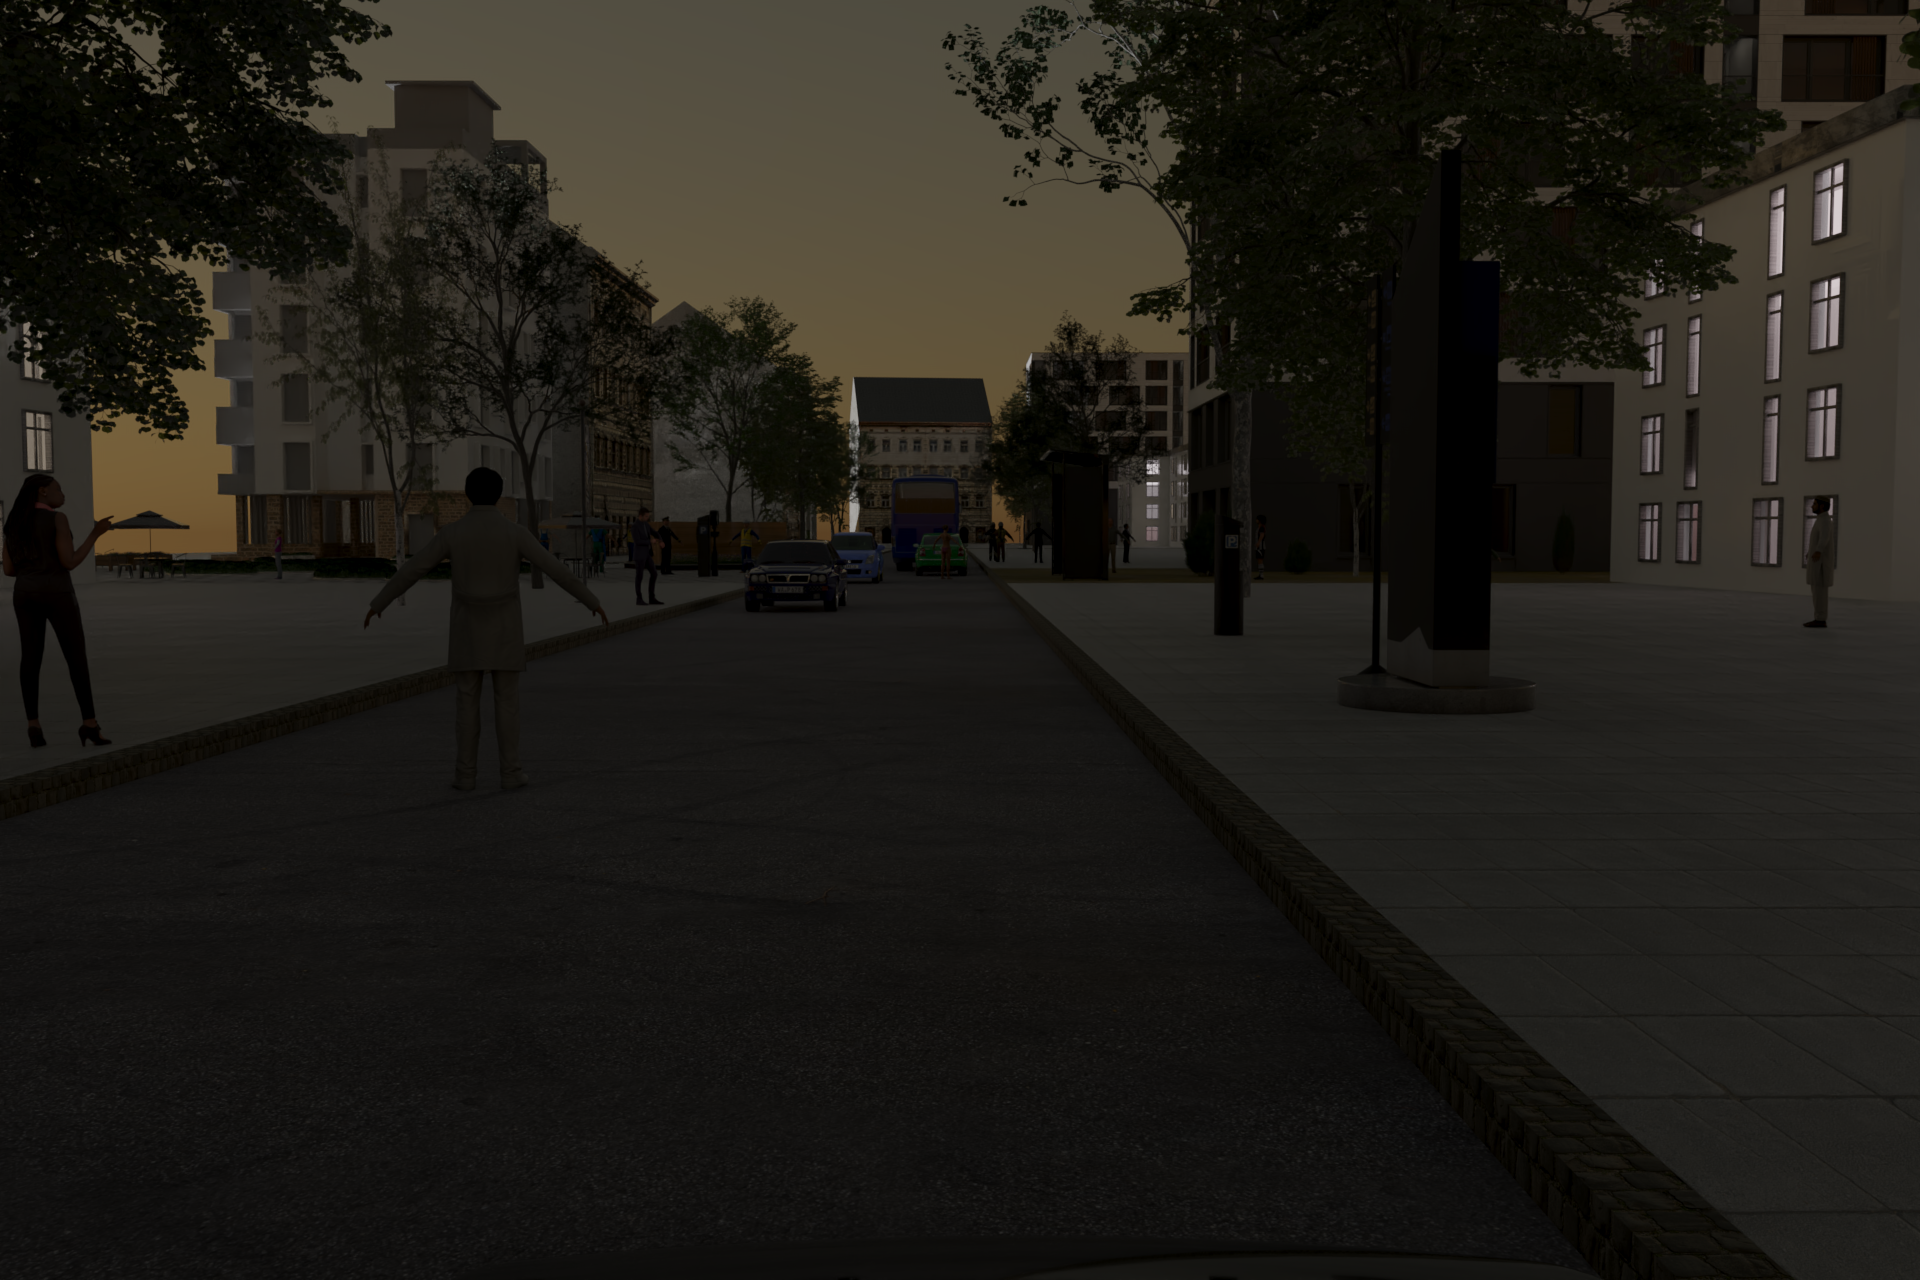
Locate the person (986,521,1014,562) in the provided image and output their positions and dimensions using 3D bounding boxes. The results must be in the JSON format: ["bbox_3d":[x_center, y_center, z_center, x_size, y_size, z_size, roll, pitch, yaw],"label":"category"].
[{"bbox_3d":[1.855,-4.484,79.078,1.354,1.858,0.705,-1,4,-18],"label":"person"}]

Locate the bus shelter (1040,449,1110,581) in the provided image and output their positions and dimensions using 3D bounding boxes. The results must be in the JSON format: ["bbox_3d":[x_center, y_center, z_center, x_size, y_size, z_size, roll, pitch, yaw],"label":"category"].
[{"bbox_3d":[3.343,-3.637,50.745,1.731,3.624,6.357,0,4,0],"label":"bus shelter"}]

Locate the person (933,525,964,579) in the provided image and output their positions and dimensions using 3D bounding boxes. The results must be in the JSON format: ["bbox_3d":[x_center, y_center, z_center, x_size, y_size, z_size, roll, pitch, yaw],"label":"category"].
[{"bbox_3d":[-0.399,-2.800,55.034,1.217,1.733,0.721,3,4,37],"label":"person"}]

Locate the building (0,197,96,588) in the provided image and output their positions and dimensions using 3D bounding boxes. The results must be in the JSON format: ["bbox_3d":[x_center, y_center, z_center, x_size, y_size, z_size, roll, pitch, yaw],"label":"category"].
[{"bbox_3d":[-23.422,-5.444,31.153,9.099,9.664,28.070,0,4,1],"label":"building"}]

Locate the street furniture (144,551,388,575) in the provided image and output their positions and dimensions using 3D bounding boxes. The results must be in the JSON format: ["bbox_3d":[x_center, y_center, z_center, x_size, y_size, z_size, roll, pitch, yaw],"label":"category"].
[{"bbox_3d":[-23.565,-2.657,59.071,5.734,0.657,10.072,1,4,21],"label":"street furniture"}]

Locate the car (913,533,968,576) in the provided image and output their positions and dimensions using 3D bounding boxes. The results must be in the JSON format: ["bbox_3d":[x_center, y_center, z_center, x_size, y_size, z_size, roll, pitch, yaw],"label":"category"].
[{"bbox_3d":[-0.670,-3.169,60.617,1.959,1.807,4.718,0,4,-1],"label":"car"}]

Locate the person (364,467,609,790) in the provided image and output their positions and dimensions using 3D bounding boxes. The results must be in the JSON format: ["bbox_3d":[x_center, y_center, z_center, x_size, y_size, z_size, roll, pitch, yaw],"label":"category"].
[{"bbox_3d":[-2.672,-0.070,9.780,1.347,1.806,0.705,-1,4,-11],"label":"person"}]

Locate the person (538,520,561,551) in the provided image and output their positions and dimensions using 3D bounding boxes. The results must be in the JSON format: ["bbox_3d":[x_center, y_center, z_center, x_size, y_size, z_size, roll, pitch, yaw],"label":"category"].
[{"bbox_3d":[-16.798,-3.923,69.994,1.347,1.847,0.705,-1,4,-10],"label":"person"}]

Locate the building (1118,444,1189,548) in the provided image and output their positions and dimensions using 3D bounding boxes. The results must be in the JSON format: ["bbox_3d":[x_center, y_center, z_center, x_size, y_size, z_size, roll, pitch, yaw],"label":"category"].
[{"bbox_3d":[21.679,-14.176,173.919,9.099,9.664,28.070,0,4,-1],"label":"building"}]

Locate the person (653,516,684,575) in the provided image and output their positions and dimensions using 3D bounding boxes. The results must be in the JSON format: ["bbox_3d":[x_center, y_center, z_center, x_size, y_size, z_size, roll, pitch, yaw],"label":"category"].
[{"bbox_3d":[-9.246,-2.977,54.604,0.705,1.837,1.347,2,4,33],"label":"person"}]

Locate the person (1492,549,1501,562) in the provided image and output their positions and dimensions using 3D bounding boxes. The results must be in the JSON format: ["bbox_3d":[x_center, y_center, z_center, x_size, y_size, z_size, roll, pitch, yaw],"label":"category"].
[{"bbox_3d":[9.557,-1.410,32.259,0.989,1.438,0.599,1,4,17],"label":"person"}]

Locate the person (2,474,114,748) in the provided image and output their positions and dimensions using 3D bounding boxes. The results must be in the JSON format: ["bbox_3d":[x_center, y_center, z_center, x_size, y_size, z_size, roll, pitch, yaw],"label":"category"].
[{"bbox_3d":[-5.439,-0.181,10.472,0.593,1.643,0.415,-2,4,-34],"label":"person"}]

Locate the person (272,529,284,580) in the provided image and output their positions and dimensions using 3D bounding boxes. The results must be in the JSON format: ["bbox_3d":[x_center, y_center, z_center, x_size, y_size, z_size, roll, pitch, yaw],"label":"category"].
[{"bbox_3d":[-19.322,-2.427,48.940,0.599,1.433,0.991,-1,4,-15],"label":"person"}]

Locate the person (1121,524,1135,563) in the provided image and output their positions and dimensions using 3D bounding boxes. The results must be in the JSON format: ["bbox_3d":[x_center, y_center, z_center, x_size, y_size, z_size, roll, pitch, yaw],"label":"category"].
[{"bbox_3d":[7.372,-4.237,75.989,0.721,1.740,1.216,2,4,35],"label":"person"}]

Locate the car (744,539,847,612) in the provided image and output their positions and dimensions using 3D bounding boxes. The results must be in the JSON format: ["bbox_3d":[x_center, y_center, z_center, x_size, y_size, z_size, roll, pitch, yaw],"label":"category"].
[{"bbox_3d":[-3.115,-1.265,33.259,1.945,1.354,3.894,0,3,0],"label":"car"}]

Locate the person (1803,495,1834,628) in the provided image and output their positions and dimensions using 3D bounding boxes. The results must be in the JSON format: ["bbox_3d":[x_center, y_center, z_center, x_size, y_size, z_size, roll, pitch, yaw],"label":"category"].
[{"bbox_3d":[11.819,-1.087,23.859,0.704,1.819,1.344,1,4,23],"label":"person"}]

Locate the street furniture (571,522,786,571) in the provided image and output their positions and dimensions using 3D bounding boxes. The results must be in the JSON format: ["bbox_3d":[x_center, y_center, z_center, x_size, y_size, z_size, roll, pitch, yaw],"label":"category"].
[{"bbox_3d":[-7.988,-3.484,63.814,11.010,1.723,9.812,-2,4,-26],"label":"street furniture"}]

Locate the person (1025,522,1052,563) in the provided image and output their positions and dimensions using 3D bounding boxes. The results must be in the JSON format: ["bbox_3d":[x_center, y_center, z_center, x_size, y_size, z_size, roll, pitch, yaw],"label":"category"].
[{"bbox_3d":[3.483,-4.304,76.553,1.347,1.806,0.705,1,4,18],"label":"person"}]

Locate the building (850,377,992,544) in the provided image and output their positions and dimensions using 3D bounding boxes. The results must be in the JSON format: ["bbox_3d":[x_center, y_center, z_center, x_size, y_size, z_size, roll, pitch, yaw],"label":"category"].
[{"bbox_3d":[-5.785,-24.960,241.483,18.063,23.208,19.493,0,4,-7],"label":"building"}]

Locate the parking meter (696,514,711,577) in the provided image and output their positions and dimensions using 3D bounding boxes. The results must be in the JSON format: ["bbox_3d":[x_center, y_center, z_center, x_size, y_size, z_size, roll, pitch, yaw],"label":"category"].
[{"bbox_3d":[-7.666,-2.816,51.760,0.399,1.863,0.255,0,4,1],"label":"parking meter"}]

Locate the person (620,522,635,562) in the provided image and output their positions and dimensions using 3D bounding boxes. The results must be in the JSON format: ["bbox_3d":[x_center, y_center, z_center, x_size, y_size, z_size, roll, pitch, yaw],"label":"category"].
[{"bbox_3d":[-14.855,-4.416,78.175,1.349,1.833,0.705,3,5,42],"label":"person"}]

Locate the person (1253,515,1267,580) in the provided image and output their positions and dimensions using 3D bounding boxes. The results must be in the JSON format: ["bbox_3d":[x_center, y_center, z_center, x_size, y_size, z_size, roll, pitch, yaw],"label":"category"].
[{"bbox_3d":[8.417,-2.603,48.704,0.704,1.843,1.345,1,4,8],"label":"person"}]

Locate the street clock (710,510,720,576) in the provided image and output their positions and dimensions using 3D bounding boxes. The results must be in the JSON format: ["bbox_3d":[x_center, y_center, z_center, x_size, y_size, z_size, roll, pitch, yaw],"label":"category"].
[{"bbox_3d":[-7.437,-2.930,52.482,0.358,2.002,0.471,0,4,1],"label":"street clock"}]

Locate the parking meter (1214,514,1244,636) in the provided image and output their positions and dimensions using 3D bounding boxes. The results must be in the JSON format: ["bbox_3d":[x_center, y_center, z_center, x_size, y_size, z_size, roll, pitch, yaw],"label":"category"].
[{"bbox_3d":[3.412,-0.828,21.955,0.372,1.533,0.369,0,3,0],"label":"parking meter"}]

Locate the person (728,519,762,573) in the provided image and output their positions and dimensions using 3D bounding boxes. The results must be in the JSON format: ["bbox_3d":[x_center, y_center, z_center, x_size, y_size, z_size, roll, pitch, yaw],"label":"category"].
[{"bbox_3d":[-7.036,-3.078,56.790,1.216,1.772,0.721,1,4,21],"label":"person"}]

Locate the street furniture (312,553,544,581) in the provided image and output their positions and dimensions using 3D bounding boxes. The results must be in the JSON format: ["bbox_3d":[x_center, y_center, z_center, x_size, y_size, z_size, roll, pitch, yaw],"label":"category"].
[{"bbox_3d":[-15.768,-2.231,52.095,5.734,0.657,10.072,0,4,0],"label":"street furniture"}]

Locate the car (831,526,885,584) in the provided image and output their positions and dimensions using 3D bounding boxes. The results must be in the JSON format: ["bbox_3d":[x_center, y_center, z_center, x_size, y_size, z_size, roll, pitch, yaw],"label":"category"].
[{"bbox_3d":[-3.167,-2.550,51.277,1.945,1.707,3.694,0,3,0],"label":"car"}]

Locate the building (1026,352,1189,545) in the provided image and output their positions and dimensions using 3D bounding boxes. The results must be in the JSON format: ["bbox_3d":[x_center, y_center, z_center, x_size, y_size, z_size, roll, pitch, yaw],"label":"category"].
[{"bbox_3d":[21.886,-22.460,211.202,27.936,21.610,32.646,0,4,0],"label":"building"}]

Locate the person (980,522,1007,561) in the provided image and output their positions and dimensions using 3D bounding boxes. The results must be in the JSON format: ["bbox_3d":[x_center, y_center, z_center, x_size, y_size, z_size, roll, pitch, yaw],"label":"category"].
[{"bbox_3d":[1.579,-4.679,82.286,1.354,1.856,0.705,-1,4,-17],"label":"person"}]

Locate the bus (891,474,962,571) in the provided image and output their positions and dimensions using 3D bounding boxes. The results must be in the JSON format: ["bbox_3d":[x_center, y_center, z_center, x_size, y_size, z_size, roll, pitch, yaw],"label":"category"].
[{"bbox_3d":[-1.329,-4.828,70.483,2.896,3.916,12.251,0,4,0],"label":"bus"}]

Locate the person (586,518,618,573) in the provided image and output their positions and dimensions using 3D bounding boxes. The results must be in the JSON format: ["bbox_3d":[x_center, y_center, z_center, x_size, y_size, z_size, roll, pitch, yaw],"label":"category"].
[{"bbox_3d":[-11.773,-3.085,56.574,1.347,1.817,0.704,2,4,24],"label":"person"}]

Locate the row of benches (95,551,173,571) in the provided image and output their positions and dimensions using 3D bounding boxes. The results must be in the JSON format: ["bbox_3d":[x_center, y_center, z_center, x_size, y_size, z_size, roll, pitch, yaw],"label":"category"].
[{"bbox_3d":[-29.284,-2.817,61.523,1.422,0.672,4.104,0,4,6],"label":"row of benches"}]

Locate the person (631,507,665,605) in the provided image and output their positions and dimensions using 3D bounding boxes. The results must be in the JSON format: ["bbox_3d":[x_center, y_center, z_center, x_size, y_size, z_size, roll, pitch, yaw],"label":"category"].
[{"bbox_3d":[-5.576,-1.509,31.167,0.568,1.767,0.683,1,4,20],"label":"person"}]

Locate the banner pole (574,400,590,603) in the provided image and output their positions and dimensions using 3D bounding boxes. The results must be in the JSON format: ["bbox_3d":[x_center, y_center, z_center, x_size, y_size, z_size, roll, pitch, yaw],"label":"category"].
[{"bbox_3d":[-7.035,-2.603,32.581,0.401,3.779,0.863,0,4,-1],"label":"banner pole"}]

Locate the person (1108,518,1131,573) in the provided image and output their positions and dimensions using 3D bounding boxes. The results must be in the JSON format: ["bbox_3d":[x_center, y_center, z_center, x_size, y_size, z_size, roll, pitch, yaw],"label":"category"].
[{"bbox_3d":[4.946,-3.104,57.021,1.348,1.796,0.705,0,4,5],"label":"person"}]
